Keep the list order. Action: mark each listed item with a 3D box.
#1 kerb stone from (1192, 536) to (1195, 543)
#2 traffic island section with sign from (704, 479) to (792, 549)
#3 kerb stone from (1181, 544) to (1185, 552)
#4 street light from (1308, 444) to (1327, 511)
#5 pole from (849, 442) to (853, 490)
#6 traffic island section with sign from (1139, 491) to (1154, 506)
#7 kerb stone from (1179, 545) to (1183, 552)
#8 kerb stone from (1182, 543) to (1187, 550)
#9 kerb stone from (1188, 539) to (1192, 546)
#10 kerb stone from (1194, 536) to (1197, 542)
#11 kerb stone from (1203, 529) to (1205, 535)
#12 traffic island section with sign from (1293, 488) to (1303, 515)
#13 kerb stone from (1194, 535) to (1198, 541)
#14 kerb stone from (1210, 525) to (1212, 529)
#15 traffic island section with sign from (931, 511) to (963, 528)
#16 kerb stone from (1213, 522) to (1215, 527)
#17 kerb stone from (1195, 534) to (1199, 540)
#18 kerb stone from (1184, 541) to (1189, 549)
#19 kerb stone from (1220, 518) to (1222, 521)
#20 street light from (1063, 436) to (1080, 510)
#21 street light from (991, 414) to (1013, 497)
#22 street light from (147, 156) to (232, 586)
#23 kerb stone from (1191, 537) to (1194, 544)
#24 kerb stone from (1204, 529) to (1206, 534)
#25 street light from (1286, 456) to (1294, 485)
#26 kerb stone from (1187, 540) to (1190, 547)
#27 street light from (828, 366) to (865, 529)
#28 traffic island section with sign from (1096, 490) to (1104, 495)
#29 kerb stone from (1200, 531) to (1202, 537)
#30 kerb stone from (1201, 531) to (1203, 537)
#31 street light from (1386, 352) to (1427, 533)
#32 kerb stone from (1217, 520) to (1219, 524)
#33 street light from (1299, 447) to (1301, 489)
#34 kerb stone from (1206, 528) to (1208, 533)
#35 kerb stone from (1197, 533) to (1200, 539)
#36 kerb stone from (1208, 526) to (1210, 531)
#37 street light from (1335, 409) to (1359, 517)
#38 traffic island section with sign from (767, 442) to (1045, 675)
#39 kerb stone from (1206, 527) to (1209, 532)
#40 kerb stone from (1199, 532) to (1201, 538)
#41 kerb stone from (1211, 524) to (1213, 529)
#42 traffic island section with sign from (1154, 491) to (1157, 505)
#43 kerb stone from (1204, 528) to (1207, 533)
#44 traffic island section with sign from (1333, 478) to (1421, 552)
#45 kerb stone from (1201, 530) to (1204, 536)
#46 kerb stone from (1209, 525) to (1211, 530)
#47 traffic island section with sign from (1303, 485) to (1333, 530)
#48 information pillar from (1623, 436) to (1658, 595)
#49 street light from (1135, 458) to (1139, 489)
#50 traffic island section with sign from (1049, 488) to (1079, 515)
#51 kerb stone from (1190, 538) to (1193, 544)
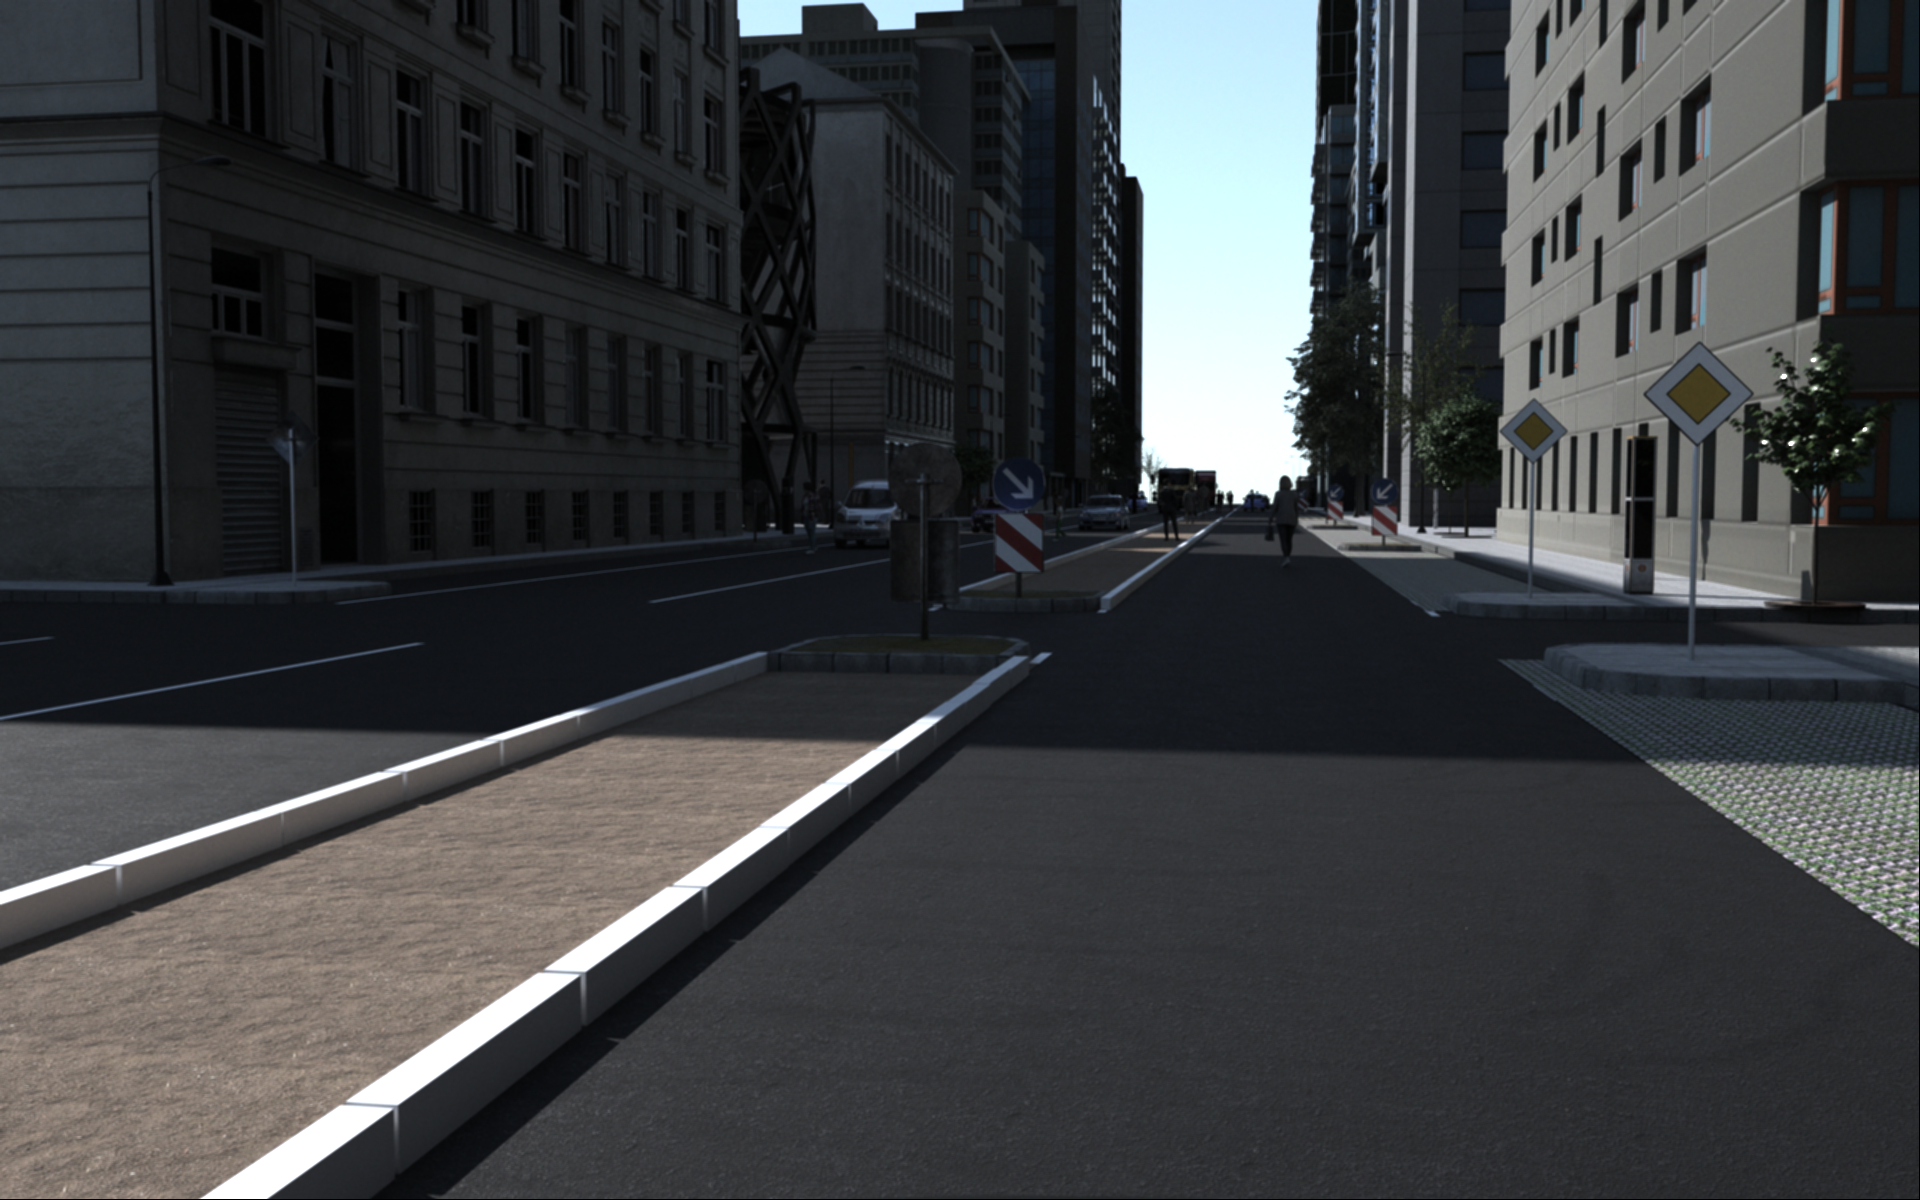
[{"bbox_3d":[6.526,-1.647,49.117,0.120,0.150,1.000,1,4,10],"label":"kerb stone"},{"bbox_3d":[-5.530,-2.276,45.841,1.989,1.847,2.006,1,4,10],"label":"traffic island section with sign"},{"bbox_3d":[5.318,-1.212,42.050,0.120,0.150,1.000,1,4,10],"label":"kerb stone"},{"bbox_3d":[27.429,-9.774,132.347,1.470,5.913,1.316,1,4,10],"label":"street light"},{"bbox_3d":[-4.304,-4.567,68.512,0.158,3.312,0.155,0,3,0],"label":"pole"},{"bbox_3d":[21.364,-11.909,203.346,1.989,1.847,2.006,1,4,10],"label":"traffic island section with sign"},{"bbox_3d":[5.150,-1.153,41.042,0.120,0.150,1.000,1,4,10],"label":"kerb stone"},{"bbox_3d":[5.490,-1.275,43.058,0.120,0.150,1.000,1,4,10],"label":"kerb stone"},{"bbox_3d":[6.016,-1.458,46.091,0.120,0.150,1.000,1,4,10],"label":"kerb stone"},{"bbox_3d":[6.708,-1.704,50.123,0.120,0.150,1.000,1,4,10],"label":"kerb stone"},{"bbox_3d":[8.089,-2.200,58.195,0.120,0.150,1.000,1,4,10],"label":"kerb stone"},{"bbox_3d":[23.559,-6.802,119.842,1.989,1.847,2.006,1,4,10],"label":"traffic island section with sign"},{"bbox_3d":[6.874,-1.770,51.131,0.120,0.150,1.000,1,4,10],"label":"kerb stone"},{"bbox_3d":[9.464,-2.690,66.276,0.120,0.150,1.000,1,4,10],"label":"kerb stone"},{"bbox_3d":[-0.934,-3.923,72.766,1.989,1.847,2.006,1,4,10],"label":"traffic island section with sign"},{"bbox_3d":[10.327,-3.005,71.333,0.120,0.150,1.000,1,4,10],"label":"kerb stone"},{"bbox_3d":[7.042,-1.832,52.148,0.120,0.150,1.000,1,4,10],"label":"kerb stone"},{"bbox_3d":[5.673,-1.338,44.066,0.120,0.150,1.000,1,4,10],"label":"kerb stone"},{"bbox_3d":[12.570,-3.808,84.484,0.120,0.150,1.000,1,4,10],"label":"kerb stone"},{"bbox_3d":[8.856,-10.138,138.294,1.470,5.913,1.316,1,4,10],"label":"street light"},{"bbox_3d":[2.356,-7.806,100.169,1.470,5.913,1.316,1,4,10],"label":"street light"},{"bbox_3d":[-10.691,-3.150,24.045,1.470,5.913,1.316,1,4,10],"label":"street light"},{"bbox_3d":[6.363,-1.582,48.105,0.120,0.150,1.000,1,4,10],"label":"kerb stone"},{"bbox_3d":[8.255,-2.263,59.203,0.120,0.150,1.000,1,4,10],"label":"kerb stone"},{"bbox_3d":[41.016,-14.636,211.846,1.470,5.913,1.316,1,4,10],"label":"street light"},{"bbox_3d":[5.845,-1.399,45.073,0.120,0.150,1.000,1,4,10],"label":"kerb stone"},{"bbox_3d":[-4.127,-5.529,62.947,1.470,5.913,1.316,1,4,10],"label":"street light"},{"bbox_3d":[12.041,-8.569,148.728,1.989,1.847,2.006,1,4,10],"label":"traffic island section with sign"},{"bbox_3d":[7.568,-2.017,55.173,0.120,0.150,1.000,1,4,10],"label":"kerb stone"},{"bbox_3d":[7.739,-2.077,56.180,0.120,0.150,1.000,1,4,10],"label":"kerb stone"},{"bbox_3d":[14.636,-5.154,56.816,1.470,5.913,1.316,1,4,10],"label":"street light"},{"bbox_3d":[11.535,-3.437,78.413,0.120,0.150,1.000,1,4,10],"label":"kerb stone"},{"bbox_3d":[33.922,-12.106,170.473,1.470,5.913,1.316,1,4,10],"label":"street light"},{"bbox_3d":[8.601,-2.387,61.226,0.120,0.150,1.000,1,4,10],"label":"kerb stone"},{"bbox_3d":[7.221,-1.891,53.158,0.120,0.150,1.000,1,4,10],"label":"kerb stone"},{"bbox_3d":[9.121,-2.572,64.256,0.120,0.150,1.000,1,4,10],"label":"kerb stone"},{"bbox_3d":[21.204,-7.486,94.929,1.470,5.913,1.316,1,4,10],"label":"street light"},{"bbox_3d":[-0.421,-0.400,14.680,2.006,1.907,1.989,1,4,10],"label":"traffic island section with sign"},{"bbox_3d":[8.773,-2.449,62.238,0.120,0.150,1.000,1,4,10],"label":"kerb stone"},{"bbox_3d":[7.389,-1.955,54.166,0.120,0.150,1.000,1,4,10],"label":"kerb stone"},{"bbox_3d":[9.804,-2.818,68.305,0.120,0.150,1.000,1,4,10],"label":"kerb stone"},{"bbox_3d":[25.896,-13.535,229.919,1.989,1.847,2.006,1,4,10],"label":"traffic island section with sign"},{"bbox_3d":[8.425,-2.324,60.211,0.120,0.150,1.000,1,4,10],"label":"kerb stone"},{"bbox_3d":[10.583,-2.155,43.863,1.989,1.847,2.006,1,4,10],"label":"traffic island section with sign"},{"bbox_3d":[7.905,-2.140,57.189,0.120,0.150,1.000,1,4,10],"label":"kerb stone"},{"bbox_3d":[9.295,-2.634,65.264,0.120,0.150,1.000,1,4,10],"label":"kerb stone"},{"bbox_3d":[15.113,-3.781,70.450,1.989,1.847,2.006,1,4,10],"label":"traffic island section with sign"},{"bbox_3d":[8.711,-1.082,22.180,0.304,2.012,0.304,0,4,6],"label":"information pillar"},{"bbox_3d":[22.813,-15.133,219.970,1.470,5.913,1.316,1,4,10],"label":"street light"},{"bbox_3d":[7.361,-6.894,121.352,1.989,1.847,2.006,1,4,10],"label":"traffic island section with sign"},{"bbox_3d":[6.186,-1.518,47.098,0.120,0.150,1.000,1,4,10],"label":"kerb stone"}]
